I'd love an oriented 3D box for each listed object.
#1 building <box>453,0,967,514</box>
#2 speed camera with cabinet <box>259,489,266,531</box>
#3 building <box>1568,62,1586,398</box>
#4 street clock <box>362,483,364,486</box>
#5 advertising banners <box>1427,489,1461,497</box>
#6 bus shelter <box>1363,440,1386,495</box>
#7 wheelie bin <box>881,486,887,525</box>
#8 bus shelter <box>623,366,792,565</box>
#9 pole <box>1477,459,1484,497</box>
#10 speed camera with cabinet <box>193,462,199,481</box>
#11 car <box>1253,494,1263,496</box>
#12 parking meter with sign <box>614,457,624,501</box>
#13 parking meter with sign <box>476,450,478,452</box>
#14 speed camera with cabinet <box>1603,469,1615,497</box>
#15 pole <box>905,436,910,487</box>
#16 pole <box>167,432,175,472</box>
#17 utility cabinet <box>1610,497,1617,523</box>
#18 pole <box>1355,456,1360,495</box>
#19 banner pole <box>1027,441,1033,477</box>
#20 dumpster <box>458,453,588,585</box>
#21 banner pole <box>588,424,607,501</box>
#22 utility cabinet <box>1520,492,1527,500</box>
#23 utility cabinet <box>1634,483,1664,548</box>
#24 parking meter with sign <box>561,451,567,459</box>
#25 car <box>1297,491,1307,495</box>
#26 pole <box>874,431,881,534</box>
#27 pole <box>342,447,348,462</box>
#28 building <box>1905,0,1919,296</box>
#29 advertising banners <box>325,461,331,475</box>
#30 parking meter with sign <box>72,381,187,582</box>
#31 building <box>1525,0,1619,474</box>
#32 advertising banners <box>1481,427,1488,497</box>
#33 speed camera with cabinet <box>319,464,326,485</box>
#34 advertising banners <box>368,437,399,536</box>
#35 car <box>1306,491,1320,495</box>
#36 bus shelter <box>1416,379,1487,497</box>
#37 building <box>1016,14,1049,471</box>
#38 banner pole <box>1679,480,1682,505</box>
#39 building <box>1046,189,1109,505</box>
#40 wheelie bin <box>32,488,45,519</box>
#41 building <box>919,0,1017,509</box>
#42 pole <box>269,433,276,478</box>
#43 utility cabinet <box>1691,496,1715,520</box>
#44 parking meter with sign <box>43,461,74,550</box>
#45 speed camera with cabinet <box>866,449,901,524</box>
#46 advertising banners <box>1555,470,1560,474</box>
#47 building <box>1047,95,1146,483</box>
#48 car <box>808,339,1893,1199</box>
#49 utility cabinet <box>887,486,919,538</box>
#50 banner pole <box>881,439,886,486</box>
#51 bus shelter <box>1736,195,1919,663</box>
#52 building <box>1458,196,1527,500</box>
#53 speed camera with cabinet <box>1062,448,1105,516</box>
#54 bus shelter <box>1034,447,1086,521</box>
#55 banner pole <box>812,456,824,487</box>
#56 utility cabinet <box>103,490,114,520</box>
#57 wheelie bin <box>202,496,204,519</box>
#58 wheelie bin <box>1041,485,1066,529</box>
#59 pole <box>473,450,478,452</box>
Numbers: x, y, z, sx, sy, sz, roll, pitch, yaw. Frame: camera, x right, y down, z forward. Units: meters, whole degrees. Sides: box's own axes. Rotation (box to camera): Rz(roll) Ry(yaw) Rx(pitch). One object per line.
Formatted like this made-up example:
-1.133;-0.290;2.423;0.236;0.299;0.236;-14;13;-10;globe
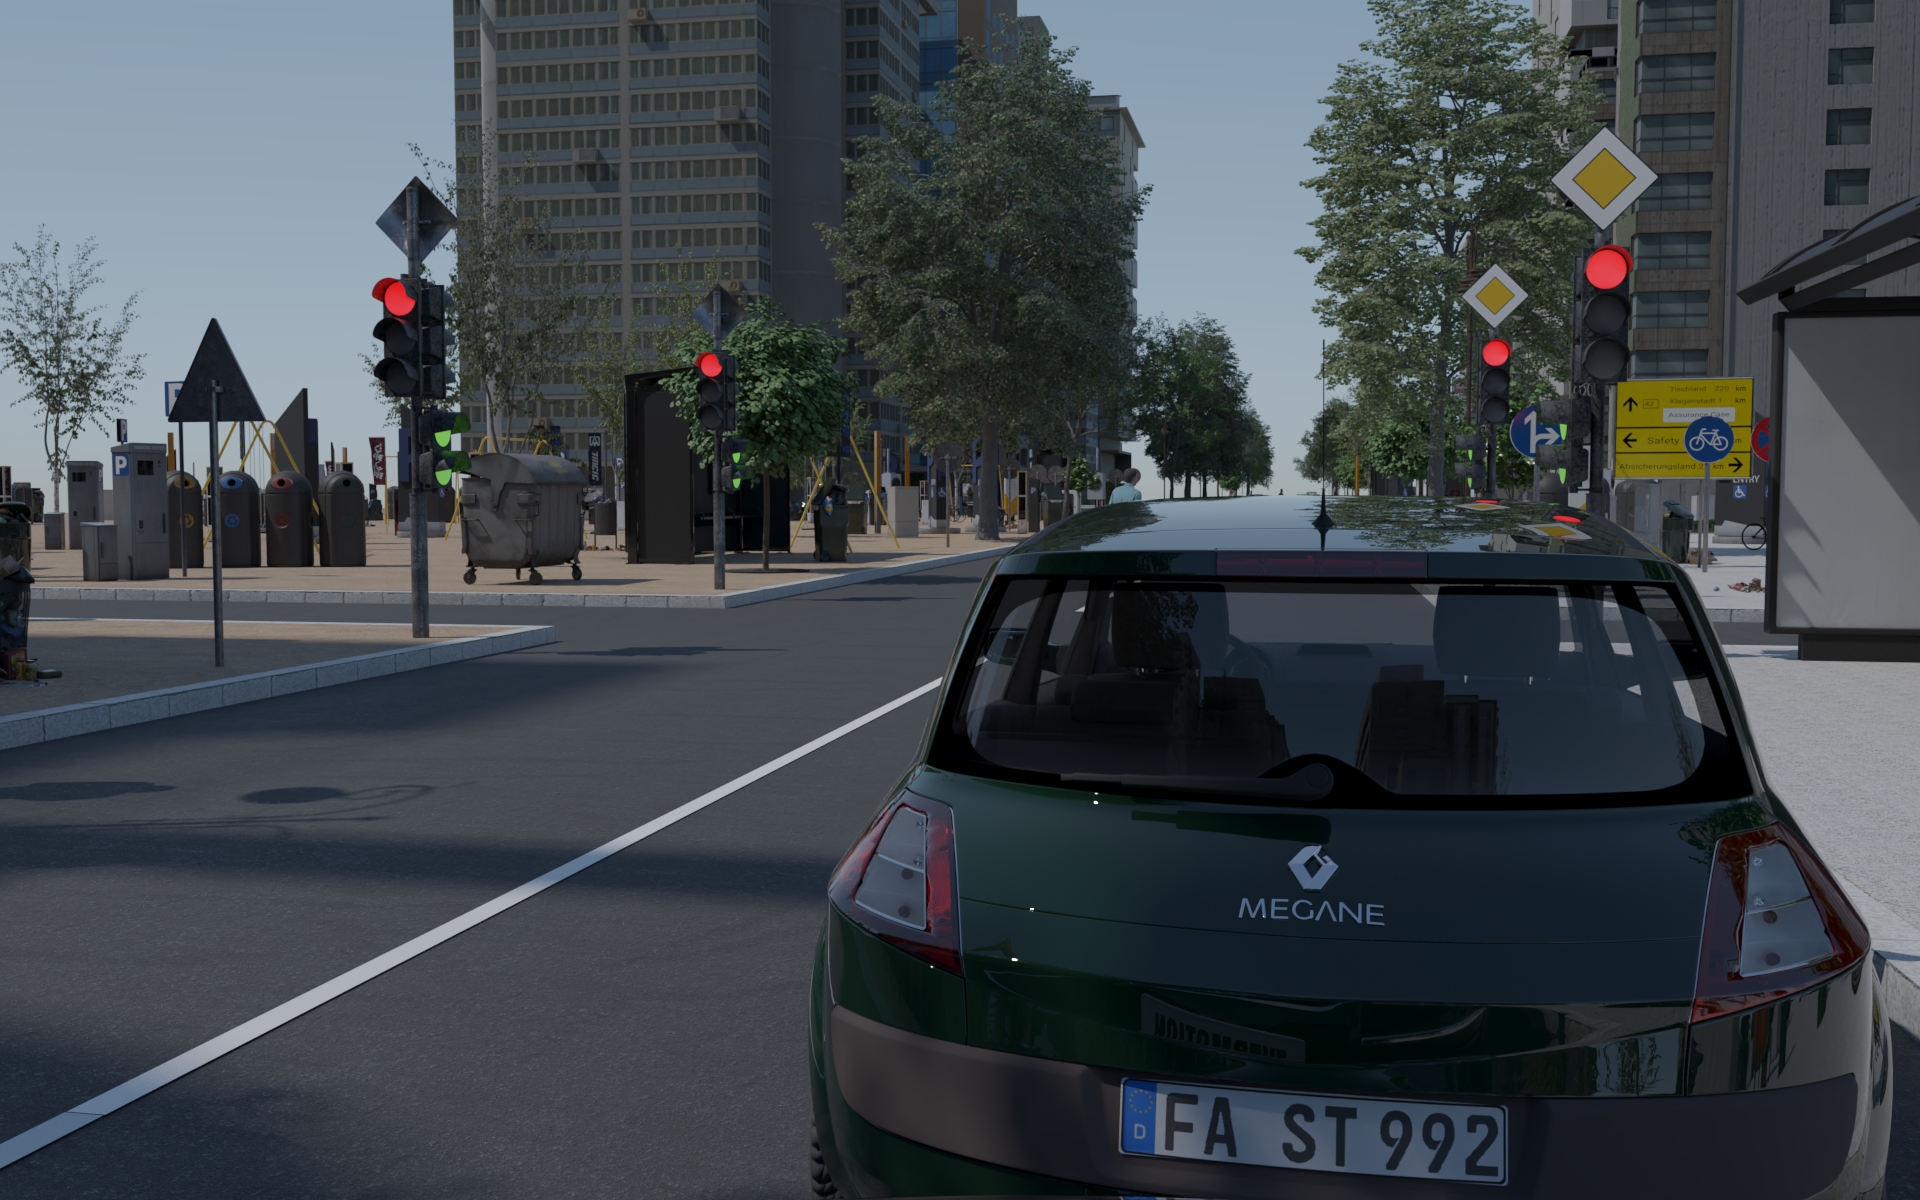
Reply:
-15.913;-25.835;114.279;32.217;40.220;23.993;1;4;11;building
-23.589;-4.000;59.735;0.660;3.252;2.038;2;4;32;speed camera with cabinet
48.329;-21.105;116.769;14.160;30.474;14.107;1;4;11;building
-36.531;-6.166;105.390;0.471;2.002;0.358;-2;4;-32;street clock
15.061;-3.462;52.790;2.074;3.025;0.090;-2;4;-27;advertising banners
18.862;-5.247;77.074;1.731;3.624;6.357;1;4;12;bus shelter
-3.357;-3.875;71.263;0.980;1.594;0.693;1;4;16;wheelie bin
-4.750;-2.644;34.513;1.731;3.624;6.357;1;4;11;bus shelter
18.746;-4.191;62.359;0.158;3.312;0.155;0;3;0;pole
-48.283;-6.941;107.816;2.038;3.252;0.660;2;4;30;speed camera with cabinet
34.185;-11.556;198.728;2.009;1.686;4.222;1;4;12;car
-15.996;-5.309;83.058;0.543;3.016;1.738;1;4;11;parking meter with sign
-18.504;-4.483;69.563;1.738;3.016;0.543;-1;4;-16;parking meter with sign
23.016;-4.148;62.159;0.660;3.252;2.038;2;4;31;speed camera with cabinet
-1.862;-4.122;61.231;0.158;3.312;0.155;0;3;0;pole
-26.081;-3.882;57.313;0.158;3.312;0.155;0;3;0;pole
16.517;-2.053;44.732;1.020;1.237;0.306;-2;4;-35;utility cabinet
21.292;-6.050;92.759;0.158;3.312;0.155;0;3;0;pole
3.256;-5.553;80.807;0.401;3.779;0.863;-1;4;-15;banner pole
-6.320;-1.180;25.059;1.264;1.857;1.865;1;4;11;dumpster
-12.974;-4.425;62.365;0.863;3.779;0.401;0;4;-4;banner pole
18.555;-2.863;55.484;1.173;1.500;0.318;0;4;2;utility cabinet
14.607;-1.714;36.701;0.318;1.500;1.173;0;4;8;utility cabinet
-16.397;-4.504;69.895;0.543;3.016;1.738;0;4;5;parking meter with sign
43.676;-12.996;221.285;1.959;1.807;4.718;1;4;13;car
-2.669;-3.810;56.139;0.158;3.312;0.155;0;3;0;pole
-26.766;-4.991;75.444;0.158;3.312;0.155;0;3;0;pole
37.513;-18.871;80.239;14.160;30.474;14.107;1;4;11;building
-32.435;-5.813;91.236;2.074;3.025;0.090;0;4;6;advertising banners
-12.355;-1.821;26.031;0.543;3.016;1.738;1;4;23;parking meter with sign
59.971;-33.386;135.107;28.713;52.752;27.495;1;4;11;building
9.579;-2.163;31.549;0.090;3.025;2.074;1;4;19;advertising banners
-18.425;-3.379;49.577;0.660;3.252;2.038;-2;4;-24;speed camera with cabinet
-17.042;-3.472;52.957;2.074;3.025;0.090;0;4;3;advertising banners
49.388;-14.350;243.300;2.281;1.827;5.304;1;4;10;car
16.229;-4.908;57.878;2.179;5.291;8.768;1;4;11;bus shelter
-0.559;-28.227;145.111;14.154;41.232;14.086;1;4;11;building
30.008;-5.020;72.094;0.401;3.779;0.863;1;4;21;banner pole
3.804;-31.675;209.759;32.217;40.220;23.993;1;4;11;building
-46.662;-4.866;87.463;0.693;1.594;0.980;1;4;22;wheelie bin
-3.677;-29.425;131.213;14.600;45.320;14.200;1;4;11;building
-22.981;-3.922;57.964;0.158;3.312;0.155;0;3;0;pole
29.559;-3.534;68.945;1.020;1.237;0.306;-2;4;-28;utility cabinet
-20.171;-2.671;39.933;1.738;3.016;0.543;-1;4;-11;parking meter with sign
-3.415;-4.914;74.687;0.660;3.252;2.038;3;5;40;speed camera with cabinet
23.083;-4.172;64.399;2.074;3.025;0.090;1;4;12;advertising banners
9.644;-39.517;235.341;28.713;52.752;27.495;1;4;11;building
0.929;0.333;4.345;2.009;1.686;4.222;1;4;13;car
-1.677;-2.574;50.770;0.318;1.500;1.173;2;4;34;utility cabinet
-3.494;-5.429;78.780;0.401;3.779;0.863;1;4;16;banner pole
6.517;-1.027;10.718;2.014;3.302;5.546;1;4;11;bus shelter
80.291;-33.063;232.463;32.217;40.220;23.993;1;4;11;building
5.166;-4.879;74.112;2.038;3.252;0.660;1;4;17;speed camera with cabinet
5.011;-5.815;86.356;1.731;3.624;6.357;1;4;11;bus shelter
-6.508;-5.440;78.963;0.863;3.779;0.401;-3;5;-39;banner pole
-41.641;-4.636;84.473;0.318;1.500;1.173;0;4;-2;utility cabinet
-37.200;-4.667;84.221;0.980;1.594;0.693;0;4;-4;wheelie bin
3.370;-3.412;63.698;0.980;1.594;0.693;-1;4;-21;wheelie bin
-22.339;-5.269;79.984;0.158;3.312;0.155;0;3;0;pole
